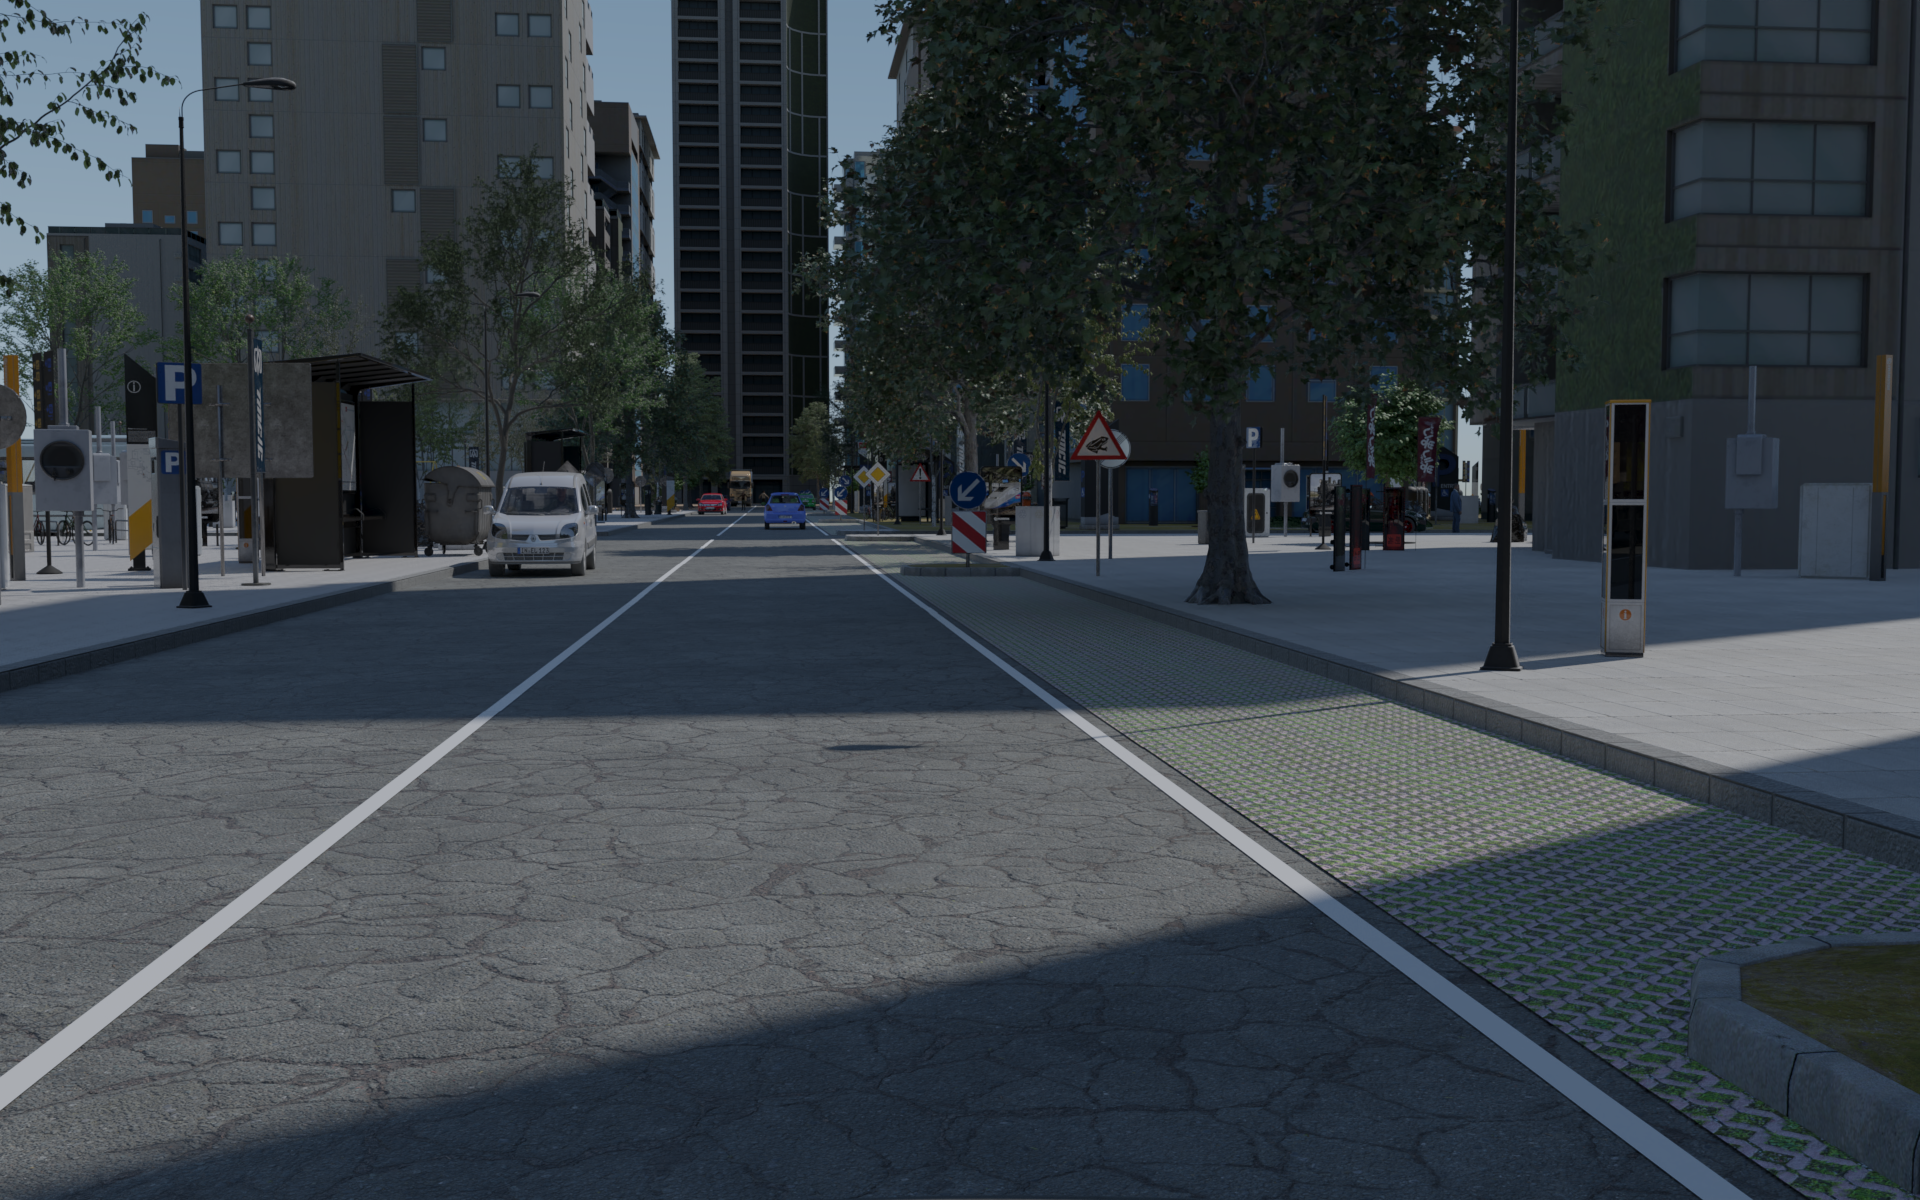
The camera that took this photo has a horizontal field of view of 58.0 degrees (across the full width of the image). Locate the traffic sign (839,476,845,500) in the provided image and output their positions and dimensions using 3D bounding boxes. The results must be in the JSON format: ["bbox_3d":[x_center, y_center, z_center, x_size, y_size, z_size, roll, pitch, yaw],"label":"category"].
[{"bbox_3d":[-7.938,-7.269,118.955,0.768,2.556,0.104,0,4,0],"label":"traffic sign"}]

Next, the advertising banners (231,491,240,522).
[{"bbox_3d":[-32.430,-4.995,77.849,0.090,3.025,2.074,-3,5,-39],"label":"advertising banners"}]

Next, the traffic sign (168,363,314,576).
[{"bbox_3d":[-11.189,-2.022,26.938,2.265,3.308,0.079,0,4,2],"label":"traffic sign"}]

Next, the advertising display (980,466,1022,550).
[{"bbox_3d":[0.947,-2.119,39.863,0.974,1.923,0.123,-1,4,-9],"label":"advertising display"}]

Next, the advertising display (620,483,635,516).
[{"bbox_3d":[-19.176,-5.790,99.876,0.123,1.923,0.974,3,5,45],"label":"advertising display"}]

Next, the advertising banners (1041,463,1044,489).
[{"bbox_3d":[5.287,-6.297,99.137,2.074,3.025,0.090,-3,5,-44],"label":"advertising banners"}]

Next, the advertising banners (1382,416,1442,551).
[{"bbox_3d":[9.814,-2.633,39.237,2.074,3.025,0.090,1,4,13],"label":"advertising banners"}]

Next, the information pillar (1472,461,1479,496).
[{"bbox_3d":[36.385,-8.010,122.314,0.504,3.616,0.183,-1,4,-13],"label":"information pillar"}]

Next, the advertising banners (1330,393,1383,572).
[{"bbox_3d":[6.692,-2.024,29.286,0.090,3.025,2.074,2,4,33],"label":"advertising banners"}]

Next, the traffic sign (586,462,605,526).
[{"bbox_3d":[-14.530,-4.214,69.006,0.768,2.556,0.104,0,3,0],"label":"traffic sign"}]

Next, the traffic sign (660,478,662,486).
[{"bbox_3d":[-21.851,-7.831,128.148,0.768,2.556,0.104,0,4,-3],"label":"traffic sign"}]

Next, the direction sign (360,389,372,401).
[{"bbox_3d":[-12.318,-2.678,35.777,0.379,3.537,0.876,-3,5,-43],"label":"direction sign"}]

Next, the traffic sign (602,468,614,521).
[{"bbox_3d":[-17.025,-5.086,83.263,0.768,2.556,0.104,0,4,-5],"label":"traffic sign"}]

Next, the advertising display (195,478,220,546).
[{"bbox_3d":[-18.618,-2.270,42.331,0.974,1.923,0.123,-3,4,-39],"label":"advertising display"}]

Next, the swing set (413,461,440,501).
[{"bbox_3d":[-26.236,-5.191,82.489,3.119,2.851,2.862,0,4,5],"label":"swing set"}]

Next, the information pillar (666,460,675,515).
[{"bbox_3d":[-17.729,-7.013,106.015,0.504,3.616,0.183,0,4,5],"label":"information pillar"}]

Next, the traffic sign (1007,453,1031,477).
[{"bbox_3d":[1.824,-3.272,53.611,0.768,2.556,0.104,0,4,0],"label":"traffic sign"}]

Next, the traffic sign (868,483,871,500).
[{"bbox_3d":[-5.733,-6.823,111.654,0.768,2.556,0.104,0,4,1],"label":"traffic sign"}]

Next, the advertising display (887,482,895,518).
[{"bbox_3d":[-3.611,-5.357,92.796,0.123,1.923,0.974,2,4,35],"label":"advertising display"}]

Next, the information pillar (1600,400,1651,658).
[{"bbox_3d":[5.252,-0.562,13.682,0.304,2.012,0.304,1,4,13],"label":"information pillar"}]

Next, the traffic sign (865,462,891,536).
[{"bbox_3d":[-2.532,-3.044,53.404,0.795,2.450,0.064,0,4,-6],"label":"traffic sign"}]

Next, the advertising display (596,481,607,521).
[{"bbox_3d":[-17.168,-4.739,82.696,0.123,1.923,0.974,-3,5,-43],"label":"advertising display"}]

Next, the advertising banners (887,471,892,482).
[{"bbox_3d":[-4.627,-8.235,130.821,2.074,3.025,0.090,0,4,-6],"label":"advertising banners"}]

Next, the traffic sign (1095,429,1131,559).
[{"bbox_3d":[2.969,-2.081,34.125,0.768,2.556,0.104,0,4,1],"label":"traffic sign"}]

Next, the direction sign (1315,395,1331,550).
[{"bbox_3d":[8.387,-2.930,39.899,0.379,3.537,0.876,1,4,17],"label":"direction sign"}]

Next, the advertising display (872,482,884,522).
[{"bbox_3d":[-3.829,-4.617,80.704,0.123,1.923,0.974,2,4,26],"label":"advertising display"}]

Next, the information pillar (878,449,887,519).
[{"bbox_3d":[-4.002,-5.976,89.064,0.504,3.616,0.183,-1,4,-11],"label":"information pillar"}]

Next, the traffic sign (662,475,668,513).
[{"bbox_3d":[-19.544,-7.072,115.725,0.768,2.556,0.104,0,4,-5],"label":"traffic sign"}]

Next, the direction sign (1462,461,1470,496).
[{"bbox_3d":[34.193,-7.650,117.072,0.876,3.537,0.379,-3,5,-41],"label":"direction sign"}]

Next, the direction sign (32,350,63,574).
[{"bbox_3d":[-14.614,-2.183,27.693,0.876,3.537,0.379,3,5,44],"label":"direction sign"}]

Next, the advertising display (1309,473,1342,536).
[{"bbox_3d":[11.058,-2.889,52.451,0.974,1.923,0.123,0,4,7],"label":"advertising display"}]

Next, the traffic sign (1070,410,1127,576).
[{"bbox_3d":[2.155,-1.650,26.976,0.884,2.594,0.081,0,4,3],"label":"traffic sign"}]

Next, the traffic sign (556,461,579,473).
[{"bbox_3d":[-11.874,-2.983,52.410,0.795,2.450,0.064,0,4,-6],"label":"traffic sign"}]

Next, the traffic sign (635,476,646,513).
[{"bbox_3d":[-22.110,-7.330,119.949,0.768,2.556,0.104,0,4,-5],"label":"traffic sign"}]

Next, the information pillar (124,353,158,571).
[{"bbox_3d":[-13.636,-2.294,28.868,0.504,3.616,0.183,-1,4,-20],"label":"information pillar"}]

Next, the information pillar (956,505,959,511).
[{"bbox_3d":[-0.257,-6.506,110.868,0.304,2.012,0.304,-2,4,-23],"label":"information pillar"}]

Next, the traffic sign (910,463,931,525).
[{"bbox_3d":[-1.667,-4.450,72.754,0.884,2.594,0.081,0,4,2],"label":"traffic sign"}]

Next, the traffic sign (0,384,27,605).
[{"bbox_3d":[-11.107,-1.211,19.905,0.768,2.556,0.104,0,4,-2],"label":"traffic sign"}]

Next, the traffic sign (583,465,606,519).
[{"bbox_3d":[-12.739,-3.468,60.349,0.795,2.450,0.064,0,4,-6],"label":"traffic sign"}]

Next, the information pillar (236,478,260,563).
[{"bbox_3d":[-13.221,-1.691,32.144,0.304,2.012,0.304,0,4,-6],"label":"information pillar"}]

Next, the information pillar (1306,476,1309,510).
[{"bbox_3d":[13.948,-3.930,68.741,0.304,2.012,0.304,-3,4,-36],"label":"information pillar"}]

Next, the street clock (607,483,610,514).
[{"bbox_3d":[-22.579,-6.483,110.564,0.471,2.002,0.358,-1,4,-19],"label":"street clock"}]

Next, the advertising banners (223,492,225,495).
[{"bbox_3d":[-49.840,-7.308,115.673,0.090,3.025,2.074,1,4,18],"label":"advertising banners"}]

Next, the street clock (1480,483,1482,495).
[{"bbox_3d":[35.672,-6.953,118.257,0.358,2.002,0.471,0,4,3],"label":"street clock"}]

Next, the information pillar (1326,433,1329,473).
[{"bbox_3d":[13.140,-4.332,62.190,0.183,3.616,0.504,0,4,3],"label":"information pillar"}]

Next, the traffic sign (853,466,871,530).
[{"bbox_3d":[-3.397,-3.529,61.342,0.795,2.450,0.064,0,4,-6],"label":"traffic sign"}]

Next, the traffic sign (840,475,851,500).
[{"bbox_3d":[-7.740,-7.177,117.442,0.768,2.556,0.104,0,4,-1],"label":"traffic sign"}]
